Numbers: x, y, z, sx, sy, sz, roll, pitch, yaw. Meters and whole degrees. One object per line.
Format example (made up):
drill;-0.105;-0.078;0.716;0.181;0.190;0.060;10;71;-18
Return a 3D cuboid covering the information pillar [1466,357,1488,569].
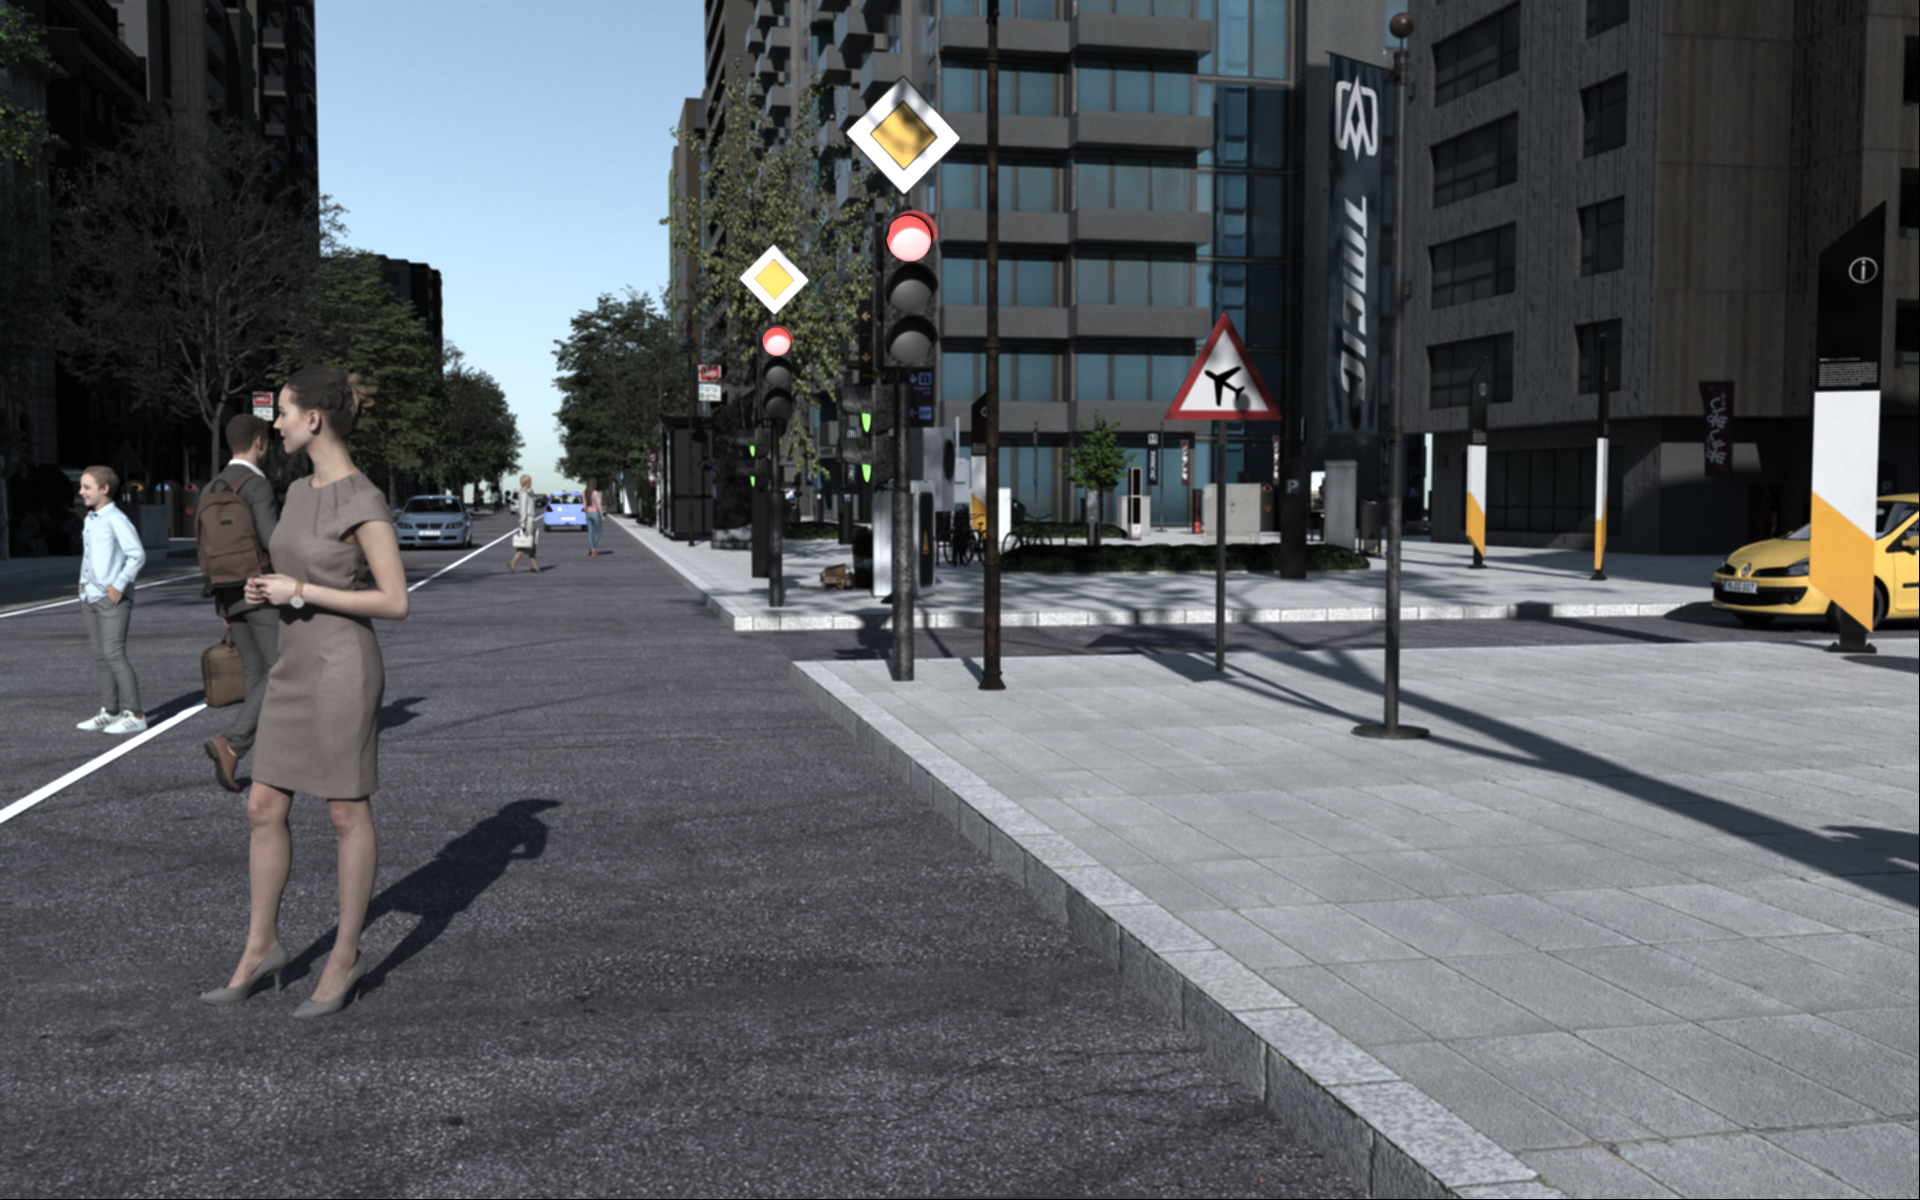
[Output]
information pillar;8.846;-2.340;29.617;0.504;3.616;0.183;-3;5;-43

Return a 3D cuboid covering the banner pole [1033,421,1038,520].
banner pole;2.562;-4.217;58.960;0.401;3.779;0.863;1;4;11

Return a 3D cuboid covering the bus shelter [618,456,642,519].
bus shelter;-16.179;-5.719;87.433;2.014;3.302;5.546;-1;4;-12

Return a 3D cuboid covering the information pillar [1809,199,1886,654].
information pillar;7.162;-1.383;13.970;0.504;3.616;0.183;2;4;24

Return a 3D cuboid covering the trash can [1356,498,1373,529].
trash can;14.845;-3.194;63.871;0.748;1.137;0.748;0;3;0

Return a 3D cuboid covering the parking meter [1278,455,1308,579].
parking meter;5.022;-1.250;26.143;0.399;1.863;0.255;1;4;22

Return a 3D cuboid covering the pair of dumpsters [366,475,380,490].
pair of dumpsters;-30.551;-5.250;88.327;1.574;2.255;4.437;-1;4;-12

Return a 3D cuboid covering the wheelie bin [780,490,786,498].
wheelie bin;-8.345;-4.397;79.803;0.693;1.594;0.980;-1;4;-11

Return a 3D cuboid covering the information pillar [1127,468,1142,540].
information pillar;4.842;-2.665;48.059;0.304;2.012;0.304;-1;4;-17

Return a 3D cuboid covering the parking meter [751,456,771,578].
parking meter;-3.032;-1.281;26.660;0.255;1.863;0.399;1;4;14

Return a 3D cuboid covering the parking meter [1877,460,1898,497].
parking meter;15.531;-1.435;29.181;0.399;1.863;0.255;0;4;-8

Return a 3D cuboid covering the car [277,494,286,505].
car;-10.533;-0.947;27.279;2.131;1.459;4.920;-1;4;-12

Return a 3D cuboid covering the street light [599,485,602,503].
street light;-40.527;-13.724;197.173;0.468;5.910;1.993;-1;4;-12

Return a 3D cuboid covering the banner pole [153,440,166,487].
banner pole;-33.656;-5.064;72.808;0.863;3.779;0.401;1;4;22

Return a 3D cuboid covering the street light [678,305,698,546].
street light;-6.608;-4.261;42.451;0.468;5.910;1.993;-1;4;-12

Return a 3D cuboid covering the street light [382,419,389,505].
street light;-30.433;-7.294;92.040;0.468;5.910;1.993;-1;4;-12

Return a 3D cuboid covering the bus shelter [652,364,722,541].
bus shelter;-7.894;-4.492;51.074;2.179;5.291;8.768;-1;4;-12

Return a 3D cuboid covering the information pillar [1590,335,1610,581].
information pillar;9.573;-2.107;25.811;0.183;3.616;0.504;2;4;29

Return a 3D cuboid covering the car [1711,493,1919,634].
car;10.129;-0.517;18.685;3.980;1.641;2.015;-1;4;-14

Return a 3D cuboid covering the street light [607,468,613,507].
street light;-28.479;-10.346;141.941;0.468;5.910;1.993;-1;4;-12

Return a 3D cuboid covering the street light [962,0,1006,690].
street light;0.211;-2.351;11.228;0.468;5.910;1.993;-1;4;-12

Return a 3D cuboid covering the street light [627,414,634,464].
street light;-17.647;-7.328;92.600;0.468;5.910;1.993;-1;4;-12

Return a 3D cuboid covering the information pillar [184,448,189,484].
information pillar;-36.773;-5.570;82.418;0.504;3.616;0.183;3;5;42

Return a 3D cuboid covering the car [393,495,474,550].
car;-13.848;-2.060;45.688;2.014;1.417;4.499;-1;4;-13

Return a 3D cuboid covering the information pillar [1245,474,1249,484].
information pillar;10.376;-3.590;63.194;0.304;2.012;0.304;1;4;16

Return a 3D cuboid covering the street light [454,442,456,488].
street light;-41.333;-10.338;141.815;0.468;5.910;1.993;-1;4;-12

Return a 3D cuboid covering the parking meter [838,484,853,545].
parking meter;-2.904;-2.179;44.045;0.372;1.533;0.369;0;3;0

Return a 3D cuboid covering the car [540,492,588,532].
car;-15.193;-3.499;66.803;1.945;1.707;3.694;-1;4;-14

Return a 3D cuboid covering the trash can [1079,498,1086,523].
trash can;4.696;-3.134;62.901;0.748;1.137;0.748;0;3;0

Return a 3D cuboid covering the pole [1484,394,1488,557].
pole;10.603;-2.530;35.202;0.158;3.312;0.155;0;3;0

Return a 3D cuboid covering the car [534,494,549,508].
car;-40.020;-9.507;165.225;2.009;1.686;4.222;-1;4;-14

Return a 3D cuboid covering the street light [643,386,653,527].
street light;-12.121;-5.801;67.636;0.468;5.910;1.993;-1;4;-12

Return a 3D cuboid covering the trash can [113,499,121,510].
trash can;-25.881;-2.559;53.496;0.748;1.137;0.748;0;3;0

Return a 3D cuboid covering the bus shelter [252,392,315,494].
bus shelter;-27.179;-5.694;70.721;2.179;5.291;8.768;-1;4;-12

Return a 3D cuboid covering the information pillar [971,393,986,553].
information pillar;0.500;-2.833;37.668;0.504;3.616;0.183;0;4;5

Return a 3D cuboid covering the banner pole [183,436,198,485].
banner pole;-33.024;-5.158;74.347;0.863;3.779;0.401;1;4;16

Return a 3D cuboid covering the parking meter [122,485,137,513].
parking meter;-22.850;-2.403;47.693;0.372;1.533;0.369;0;3;0

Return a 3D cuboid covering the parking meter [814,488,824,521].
parking meter;-5.517;-3.623;67.648;0.372;1.533;0.369;0;3;0

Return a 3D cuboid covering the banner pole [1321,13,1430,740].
banner pole;2.130;-1.159;8.971;0.863;3.779;0.401;-3;5;-42

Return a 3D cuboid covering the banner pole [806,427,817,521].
banner pole;-5.526;-4.572;64.761;0.401;3.779;0.863;2;4;33

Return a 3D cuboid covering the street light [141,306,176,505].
street light;-19.682;-4.274;42.660;0.468;5.910;1.993;-1;4;-12

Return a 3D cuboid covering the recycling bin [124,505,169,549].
recycling bin;-19.102;-1.719;40.664;0.722;1.027;0.722;2;4;34

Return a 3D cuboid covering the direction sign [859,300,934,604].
direction sign;-0.743;-1.731;20.300;0.876;3.537;0.379;0;4;-5

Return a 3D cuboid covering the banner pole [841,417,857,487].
banner pole;-3.622;-4.047;56.191;0.401;3.779;0.863;3;4;38

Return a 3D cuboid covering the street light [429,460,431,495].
street light;-35.809;-8.817;116.944;0.468;5.910;1.993;-1;4;-12

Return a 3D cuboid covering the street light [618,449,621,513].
street light;-23.052;-8.823;117.049;0.468;5.910;1.993;-1;4;-12

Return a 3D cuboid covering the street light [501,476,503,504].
street light;-59.051;-15.314;223.173;0.468;5.910;1.993;-1;4;-12

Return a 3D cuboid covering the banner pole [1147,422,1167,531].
banner pole;6.824;-4.290;60.151;0.863;3.779;0.401;-2;4;-30
